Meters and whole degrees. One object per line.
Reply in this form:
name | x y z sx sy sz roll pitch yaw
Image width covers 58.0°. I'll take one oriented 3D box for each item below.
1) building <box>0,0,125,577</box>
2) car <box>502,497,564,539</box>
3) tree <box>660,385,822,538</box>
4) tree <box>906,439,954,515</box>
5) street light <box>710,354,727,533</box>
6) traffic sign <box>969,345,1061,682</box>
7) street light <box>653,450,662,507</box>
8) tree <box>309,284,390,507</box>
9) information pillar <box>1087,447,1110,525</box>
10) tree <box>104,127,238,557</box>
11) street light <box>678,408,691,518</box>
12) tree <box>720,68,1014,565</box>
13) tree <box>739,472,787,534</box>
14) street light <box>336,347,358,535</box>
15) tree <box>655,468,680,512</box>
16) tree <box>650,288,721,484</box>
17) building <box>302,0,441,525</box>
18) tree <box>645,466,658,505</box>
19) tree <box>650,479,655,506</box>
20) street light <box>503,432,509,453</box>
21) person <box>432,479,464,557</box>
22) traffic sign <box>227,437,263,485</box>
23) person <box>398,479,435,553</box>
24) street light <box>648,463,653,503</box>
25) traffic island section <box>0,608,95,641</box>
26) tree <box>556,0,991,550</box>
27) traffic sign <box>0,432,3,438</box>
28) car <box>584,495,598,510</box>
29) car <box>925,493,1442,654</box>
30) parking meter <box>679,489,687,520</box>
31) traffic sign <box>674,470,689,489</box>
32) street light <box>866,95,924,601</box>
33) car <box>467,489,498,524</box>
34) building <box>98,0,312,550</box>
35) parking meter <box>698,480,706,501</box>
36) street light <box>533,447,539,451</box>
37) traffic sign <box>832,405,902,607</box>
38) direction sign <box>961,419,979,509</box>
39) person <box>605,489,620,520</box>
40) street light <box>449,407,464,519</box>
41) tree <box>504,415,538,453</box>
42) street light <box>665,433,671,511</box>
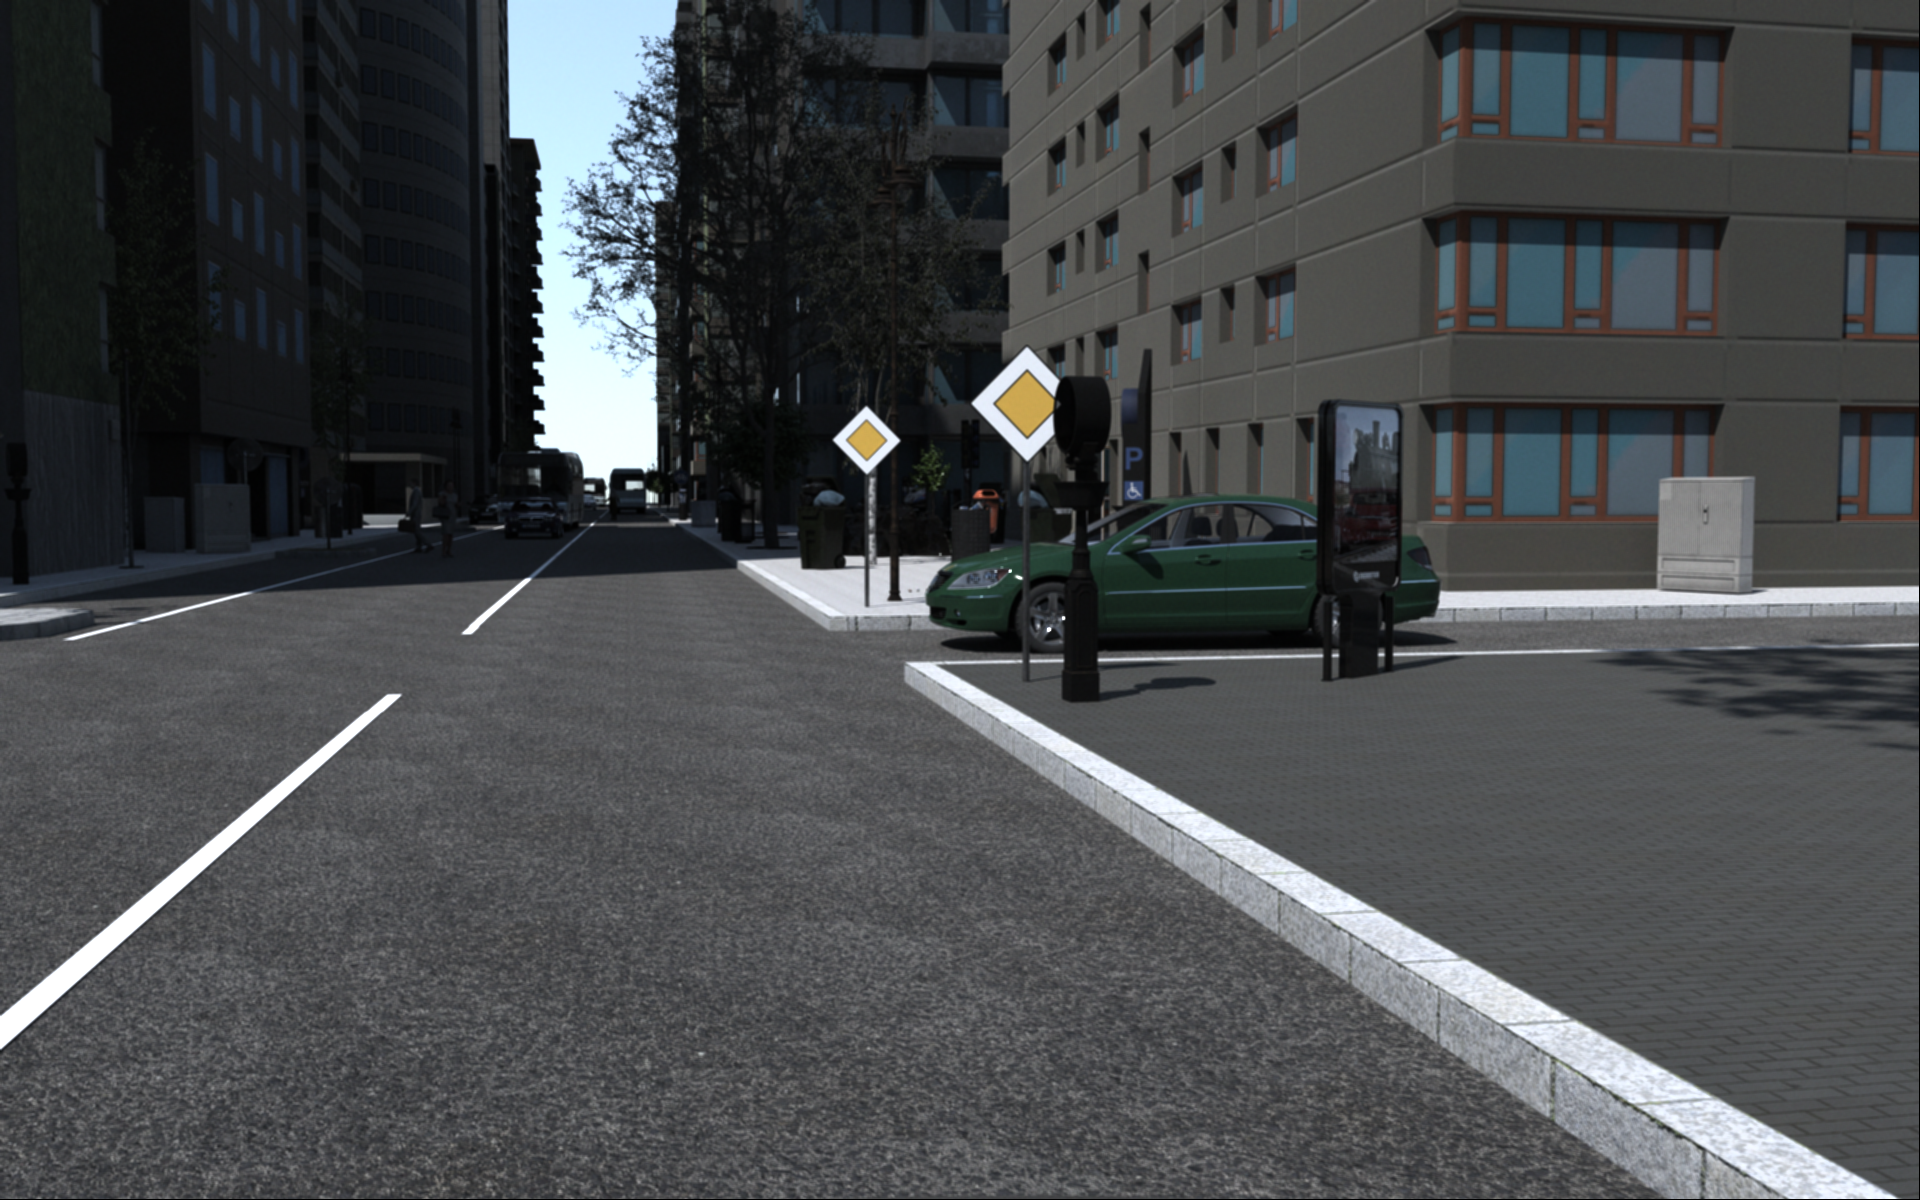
building | -20.936 -20.728 22.497 14.154 41.232 14.086 -1 4 -11
car | -13.933 -2.698 56.689 1.945 1.354 3.894 -1 4 -11
tree | -5.641 -4.093 50.641 4.285 4.588 4.351 0 3 0
tree | -1.081 -4.086 61.409 1.663 3.219 1.824 0 3 0
street light | -7.903 -5.136 56.768 0.468 5.910 1.993 -1 4 -11
traffic sign | 0.448 -0.497 11.771 0.795 2.450 0.064 -1 4 -11
street light | -30.859 -12.510 177.327 0.468 5.910 1.993 -1 4 -11
tree | -21.770 -6.701 59.917 4.737 8.622 4.395 0 3 0
information pillar | 2.141 -1.372 26.922 0.304 2.012 0.304 2 4 24
tree | -17.049 -5.203 35.434 4.737 8.622 4.395 0 3 0
street light | -15.306 -7.519 95.718 0.468 5.910 1.993 -1 4 -11
tree | -1.392 -4.940 31.137 4.360 8.622 3.978 0 3 0
tree | -6.034 -3.745 55.829 1.663 3.219 1.824 0 3 0
street light | -19.298 -5.005 54.615 0.468 5.910 1.993 -1 4 -11
tree | -21.178 -8.085 126.784 1.663 3.219 1.824 0 3 0
tree | -8.580 -6.752 60.750 4.360 8.622 3.978 0 3 0
building | -39.728 -23.418 74.761 32.217 40.220 23.993 -1 4 -11
tree | -35.112 -13.166 198.969 4.285 4.588 4.351 0 3 0
tree | -33.305 -11.962 190.185 1.663 3.219 1.824 0 3 0
street light | -33.885 -9.586 129.525 0.468 5.910 1.993 -1 4 -11
person | -11.656 -1.867 39.391 0.532 1.782 0.716 3 5 40
traffic sign | -16.105 -2.381 39.040 0.768 2.556 0.104 -1 4 -11
person | -13.297 -2.060 42.305 0.853 1.813 0.709 -1 4 -19
street light | -37.819 -14.721 213.472 0.468 5.910 1.993 -1 4 -11
traffic island section | -10.310 0.266 17.926 2.009 0.180 2.903 -1 4 -11
tree | -4.556 -7.936 40.123 12.009 13.543 11.850 0 3 0
traffic sign | -10.288 -0.870 17.868 0.795 2.450 0.064 -1 4 -11
car | -33.234 -8.646 153.716 2.083 1.381 4.827 -1 4 -12
car | 2.109 -0.293 16.596 4.920 1.459 2.131 -1 4 -10
parking meter | -13.535 -4.660 84.596 0.372 1.533 0.369 0 3 0
traffic sign | -14.545 -5.522 90.386 0.768 2.556 0.104 -1 4 -10
street light | -0.785 -2.928 20.653 0.468 5.910 1.993 -1 4 -11
car | -22.665 -4.501 83.376 2.009 1.686 4.222 -1 4 -12
building | -25.449 -24.092 44.013 14.600 45.320 14.200 -1 4 -11
parking meter | -10.712 -4.057 72.037 0.255 1.863 0.399 0 4 5
street light | -42.458 -12.337 174.498 0.468 5.910 1.993 -1 4 -11
traffic sign | -1.058 -0.977 19.613 0.795 2.450 0.064 -1 4 -11
direction sign | 0.314 -3.724 52.882 0.379 3.537 0.876 -3 4 -37
person | -19.090 -5.253 95.109 0.721 1.736 1.217 2 4 28
street light | -26.858 -7.342 92.825 0.468 5.910 1.993 -1 4 -11
tree | -40.446 -12.717 158.286 4.737 8.622 4.395 0 3 0
street light | -22.292 -9.747 132.146 0.468 5.910 1.993 -1 4 -11
